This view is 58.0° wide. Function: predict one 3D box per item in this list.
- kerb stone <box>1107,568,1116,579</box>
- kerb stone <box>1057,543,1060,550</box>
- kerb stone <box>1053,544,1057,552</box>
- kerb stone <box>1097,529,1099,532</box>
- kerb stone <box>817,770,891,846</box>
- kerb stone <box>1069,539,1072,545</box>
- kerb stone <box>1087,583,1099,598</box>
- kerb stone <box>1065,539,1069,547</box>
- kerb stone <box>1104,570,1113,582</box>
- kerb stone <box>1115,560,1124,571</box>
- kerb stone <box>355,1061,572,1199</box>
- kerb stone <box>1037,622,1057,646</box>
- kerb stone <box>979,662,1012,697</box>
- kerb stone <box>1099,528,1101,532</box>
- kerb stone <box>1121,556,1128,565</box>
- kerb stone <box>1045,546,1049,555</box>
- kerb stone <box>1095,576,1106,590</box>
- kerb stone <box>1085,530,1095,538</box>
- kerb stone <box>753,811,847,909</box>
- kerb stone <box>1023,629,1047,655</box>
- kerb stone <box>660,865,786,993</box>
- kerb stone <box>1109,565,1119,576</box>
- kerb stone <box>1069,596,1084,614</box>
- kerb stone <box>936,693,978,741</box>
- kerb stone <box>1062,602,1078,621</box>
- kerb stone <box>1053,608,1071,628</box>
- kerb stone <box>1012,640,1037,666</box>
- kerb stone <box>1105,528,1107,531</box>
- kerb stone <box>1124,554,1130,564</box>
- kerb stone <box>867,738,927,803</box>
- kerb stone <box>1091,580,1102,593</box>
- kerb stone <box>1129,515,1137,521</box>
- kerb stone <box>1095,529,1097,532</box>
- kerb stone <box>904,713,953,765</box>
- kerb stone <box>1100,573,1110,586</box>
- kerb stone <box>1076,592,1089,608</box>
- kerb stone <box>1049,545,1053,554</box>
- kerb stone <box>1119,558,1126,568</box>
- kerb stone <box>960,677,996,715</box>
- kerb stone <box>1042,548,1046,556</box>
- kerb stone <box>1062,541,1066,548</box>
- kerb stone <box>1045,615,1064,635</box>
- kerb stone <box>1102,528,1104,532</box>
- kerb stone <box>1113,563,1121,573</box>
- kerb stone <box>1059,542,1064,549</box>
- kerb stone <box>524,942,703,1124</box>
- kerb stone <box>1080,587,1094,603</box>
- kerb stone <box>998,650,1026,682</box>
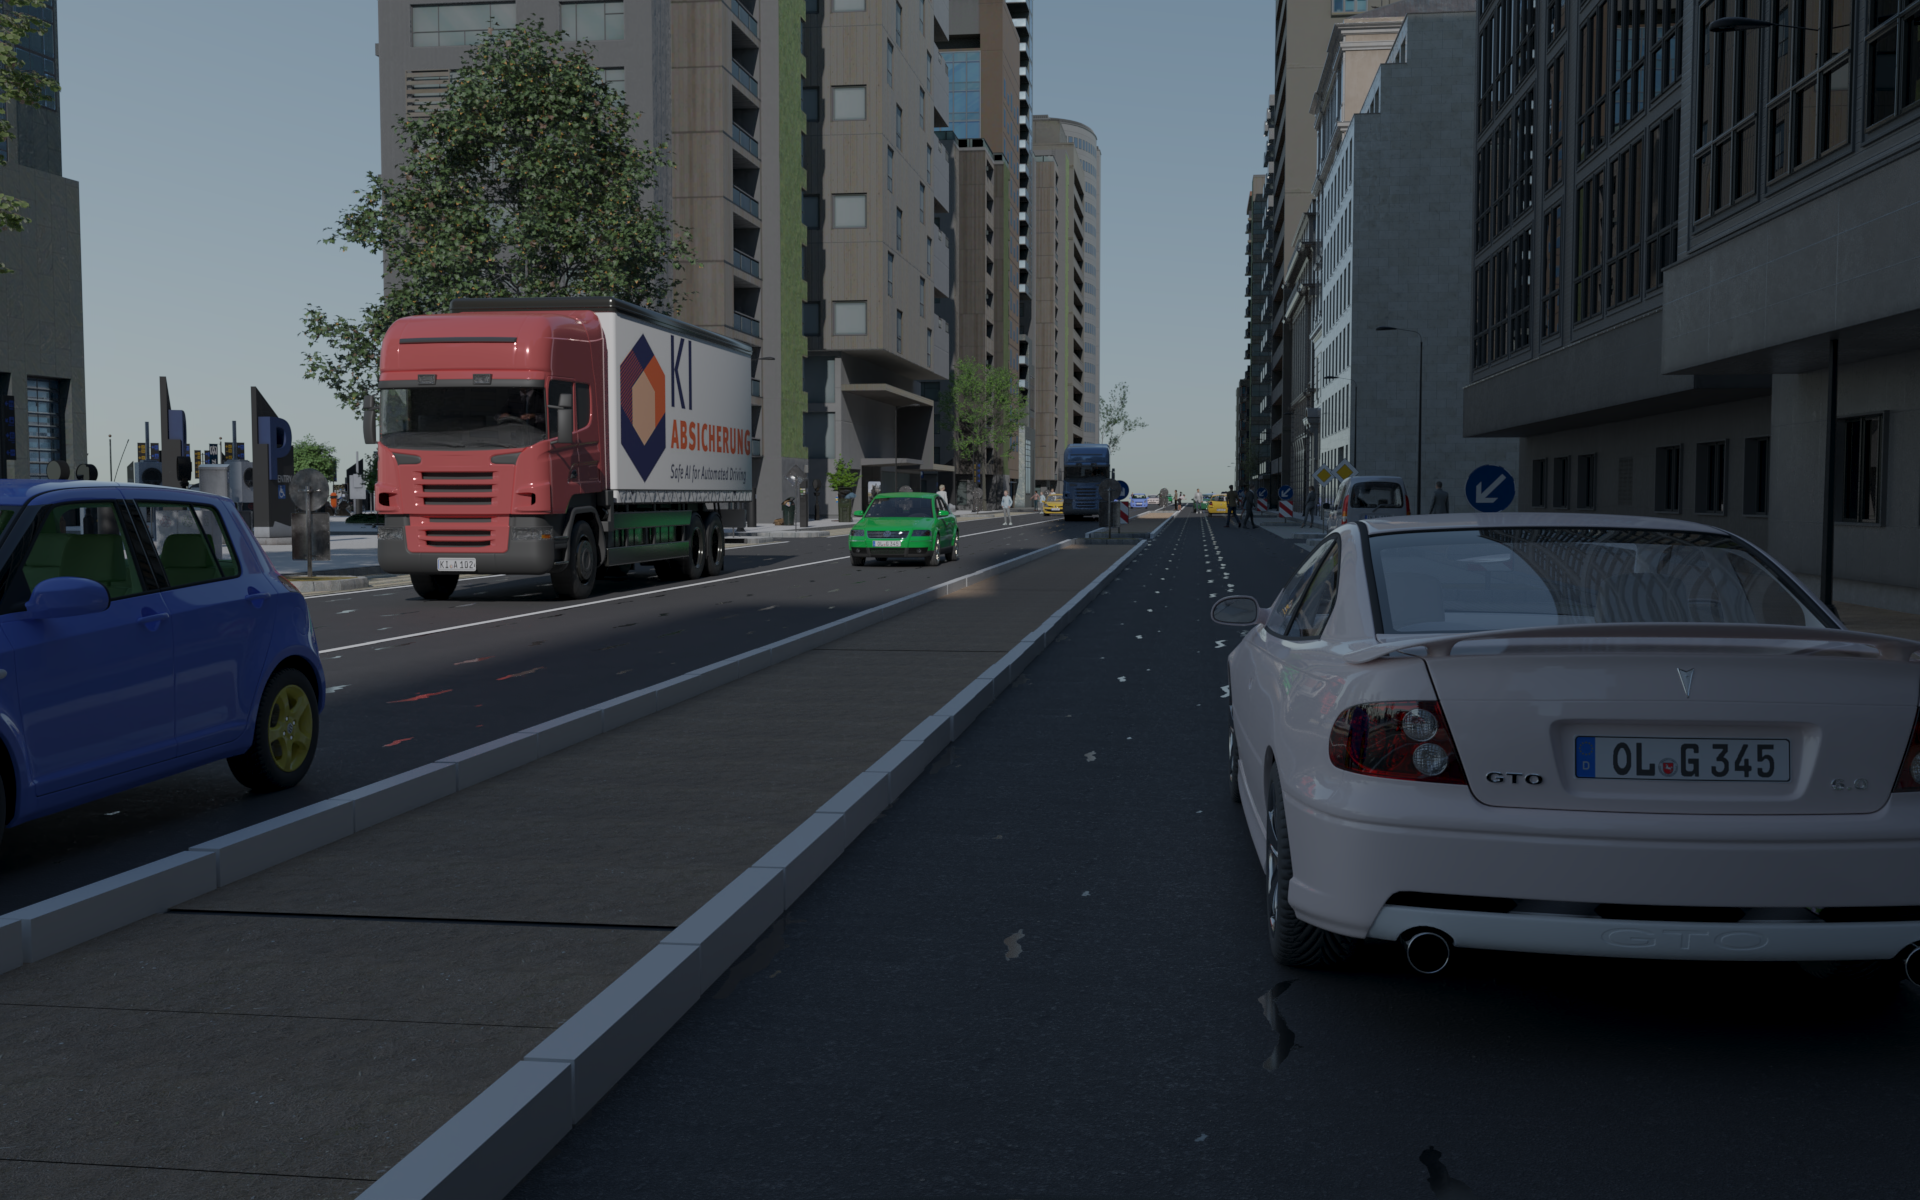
[{"bbox_3d":[2.471,-0.400,28.817,0.120,0.150,1.000,0,4,8],"label":"kerb stone"},{"bbox_3d":[2.343,-1.295,43.373,0.120,0.150,1.000,0,4,8],"label":"kerb stone"},{"bbox_3d":[2.215,-1.233,42.349,0.120,0.150,1.000,0,4,8],"label":"kerb stone"},{"bbox_3d":[4.657,-2.323,60.180,0.120,0.150,1.000,0,4,8],"label":"kerb stone"},{"bbox_3d":[-0.457,0.899,7.491,0.120,0.150,1.000,0,4,8],"label":"kerb stone"},{"bbox_3d":[2.901,-1.543,47.426,0.120,0.150,1.000,0,4,8],"label":"kerb stone"},{"bbox_3d":[1.778,-0.094,23.734,0.120,0.150,1.000,0,4,8],"label":"kerb stone"},{"bbox_3d":[2.765,-1.481,46.411,0.120,0.150,1.000,0,4,8],"label":"kerb stone"},{"bbox_3d":[2.328,-0.343,27.804,0.120,0.150,1.000,0,4,8],"label":"kerb stone"},{"bbox_3d":[2.890,-0.592,31.876,0.120,0.150,1.000,0,4,8],"label":"kerb stone"},{"bbox_3d":[-1.003,1.148,3.421,0.120,0.150,1.000,0,4,8],"label":"kerb stone"},{"bbox_3d":[0.806,0.347,16.629,0.120,0.150,1.000,0,4,8],"label":"kerb stone"},{"bbox_3d":[0.245,0.589,12.560,0.120,0.150,1.000,0,4,8],"label":"kerb stone"},{"bbox_3d":[4.789,-2.385,61.194,0.120,0.150,1.000,0,4,8],"label":"kerb stone"},{"bbox_3d":[3.170,-0.717,33.915,0.120,0.150,1.000,0,4,8],"label":"kerb stone"},{"bbox_3d":[1.922,-1.108,40.317,0.120,0.150,1.000,0,4,8],"label":"kerb stone"},{"bbox_3d":[2.053,-0.219,25.776,0.120,0.150,1.000,0,4,8],"label":"kerb stone"},{"bbox_3d":[4.371,-2.198,58.130,0.120,0.150,1.000,0,4,8],"label":"kerb stone"},{"bbox_3d":[-0.592,0.962,6.461,0.120,0.150,1.000,0,4,8],"label":"kerb stone"},{"bbox_3d":[0.657,0.403,15.605,0.120,0.150,1.000,0,4,8],"label":"kerb stone"},{"bbox_3d":[-0.732,1.024,5.448,0.120,0.150,1.000,0,4,8],"label":"kerb stone"},{"bbox_3d":[2.617,-0.467,29.828,0.120,0.150,1.000,0,4,8],"label":"kerb stone"},{"bbox_3d":[1.359,0.092,20.692,0.120,0.150,1.000,0,4,8],"label":"kerb stone"},{"bbox_3d":[-0.029,0.713,10.531,0.120,0.150,1.000,0,4,8],"label":"kerb stone"},{"bbox_3d":[1.220,0.155,19.678,0.120,0.150,1.000,0,4,8],"label":"kerb stone"},{"bbox_3d":[1.074,0.217,18.666,0.120,0.150,1.000,0,4,8],"label":"kerb stone"},{"bbox_3d":[0.519,0.472,14.593,0.120,0.150,1.000,0,4,8],"label":"kerb stone"},{"bbox_3d":[5.345,-2.631,65.266,0.120,0.150,1.000,0,4,8],"label":"kerb stone"},{"bbox_3d":[3.305,-0.779,34.935,0.120,0.150,1.000,0,4,8],"label":"kerb stone"},{"bbox_3d":[-0.313,0.837,8.504,0.120,0.150,1.000,0,4,8],"label":"kerb stone"},{"bbox_3d":[1.912,-0.152,24.764,0.120,0.150,1.000,0,4,8],"label":"kerb stone"},{"bbox_3d":[9.653,-4.559,96.732,0.120,0.150,1.000,0,4,8],"label":"kerb stone"},{"bbox_3d":[4.514,-2.260,59.151,0.120,0.150,1.000,0,4,8],"label":"kerb stone"},{"bbox_3d":[-0.183,0.775,9.520,0.120,0.150,1.000,0,4,8],"label":"kerb stone"},{"bbox_3d":[2.192,-0.281,26.790,0.120,0.150,1.000,0,4,8],"label":"kerb stone"},{"bbox_3d":[1.497,0.030,21.708,0.120,0.150,1.000,0,4,8],"label":"kerb stone"},{"bbox_3d":[2.065,-1.167,41.329,0.120,0.150,1.000,0,4,8],"label":"kerb stone"},{"bbox_3d":[3.026,-0.654,32.889,0.120,0.150,1.000,0,4,8],"label":"kerb stone"},{"bbox_3d":[0.102,0.656,11.545,0.120,0.150,1.000,0,4,8],"label":"kerb stone"},{"bbox_3d":[1.788,-1.046,39.303,0.120,0.150,1.000,0,4,8],"label":"kerb stone"},{"bbox_3d":[2.628,-1.415,45.398,0.120,0.150,1.000,0,4,8],"label":"kerb stone"},{"bbox_3d":[0.935,0.285,17.645,0.120,0.150,1.000,0,4,8],"label":"kerb stone"},{"bbox_3d":[5.067,-2.509,63.225,0.120,0.150,1.000,0,4,8],"label":"kerb stone"},{"bbox_3d":[2.746,-0.524,30.856,0.120,0.150,1.000,0,4,8],"label":"kerb stone"},{"bbox_3d":[2.492,-1.355,44.384,0.120,0.150,1.000,0,4,8],"label":"kerb stone"},{"bbox_3d":[-0.866,1.086,4.434,0.120,0.150,1.000,0,4,8],"label":"kerb stone"},{"bbox_3d":[1.630,-0.032,22.722,0.120,0.150,1.000,0,4,8],"label":"kerb stone"},{"bbox_3d":[0.390,0.530,13.577,0.120,0.150,1.000,0,4,8],"label":"kerb stone"}]
